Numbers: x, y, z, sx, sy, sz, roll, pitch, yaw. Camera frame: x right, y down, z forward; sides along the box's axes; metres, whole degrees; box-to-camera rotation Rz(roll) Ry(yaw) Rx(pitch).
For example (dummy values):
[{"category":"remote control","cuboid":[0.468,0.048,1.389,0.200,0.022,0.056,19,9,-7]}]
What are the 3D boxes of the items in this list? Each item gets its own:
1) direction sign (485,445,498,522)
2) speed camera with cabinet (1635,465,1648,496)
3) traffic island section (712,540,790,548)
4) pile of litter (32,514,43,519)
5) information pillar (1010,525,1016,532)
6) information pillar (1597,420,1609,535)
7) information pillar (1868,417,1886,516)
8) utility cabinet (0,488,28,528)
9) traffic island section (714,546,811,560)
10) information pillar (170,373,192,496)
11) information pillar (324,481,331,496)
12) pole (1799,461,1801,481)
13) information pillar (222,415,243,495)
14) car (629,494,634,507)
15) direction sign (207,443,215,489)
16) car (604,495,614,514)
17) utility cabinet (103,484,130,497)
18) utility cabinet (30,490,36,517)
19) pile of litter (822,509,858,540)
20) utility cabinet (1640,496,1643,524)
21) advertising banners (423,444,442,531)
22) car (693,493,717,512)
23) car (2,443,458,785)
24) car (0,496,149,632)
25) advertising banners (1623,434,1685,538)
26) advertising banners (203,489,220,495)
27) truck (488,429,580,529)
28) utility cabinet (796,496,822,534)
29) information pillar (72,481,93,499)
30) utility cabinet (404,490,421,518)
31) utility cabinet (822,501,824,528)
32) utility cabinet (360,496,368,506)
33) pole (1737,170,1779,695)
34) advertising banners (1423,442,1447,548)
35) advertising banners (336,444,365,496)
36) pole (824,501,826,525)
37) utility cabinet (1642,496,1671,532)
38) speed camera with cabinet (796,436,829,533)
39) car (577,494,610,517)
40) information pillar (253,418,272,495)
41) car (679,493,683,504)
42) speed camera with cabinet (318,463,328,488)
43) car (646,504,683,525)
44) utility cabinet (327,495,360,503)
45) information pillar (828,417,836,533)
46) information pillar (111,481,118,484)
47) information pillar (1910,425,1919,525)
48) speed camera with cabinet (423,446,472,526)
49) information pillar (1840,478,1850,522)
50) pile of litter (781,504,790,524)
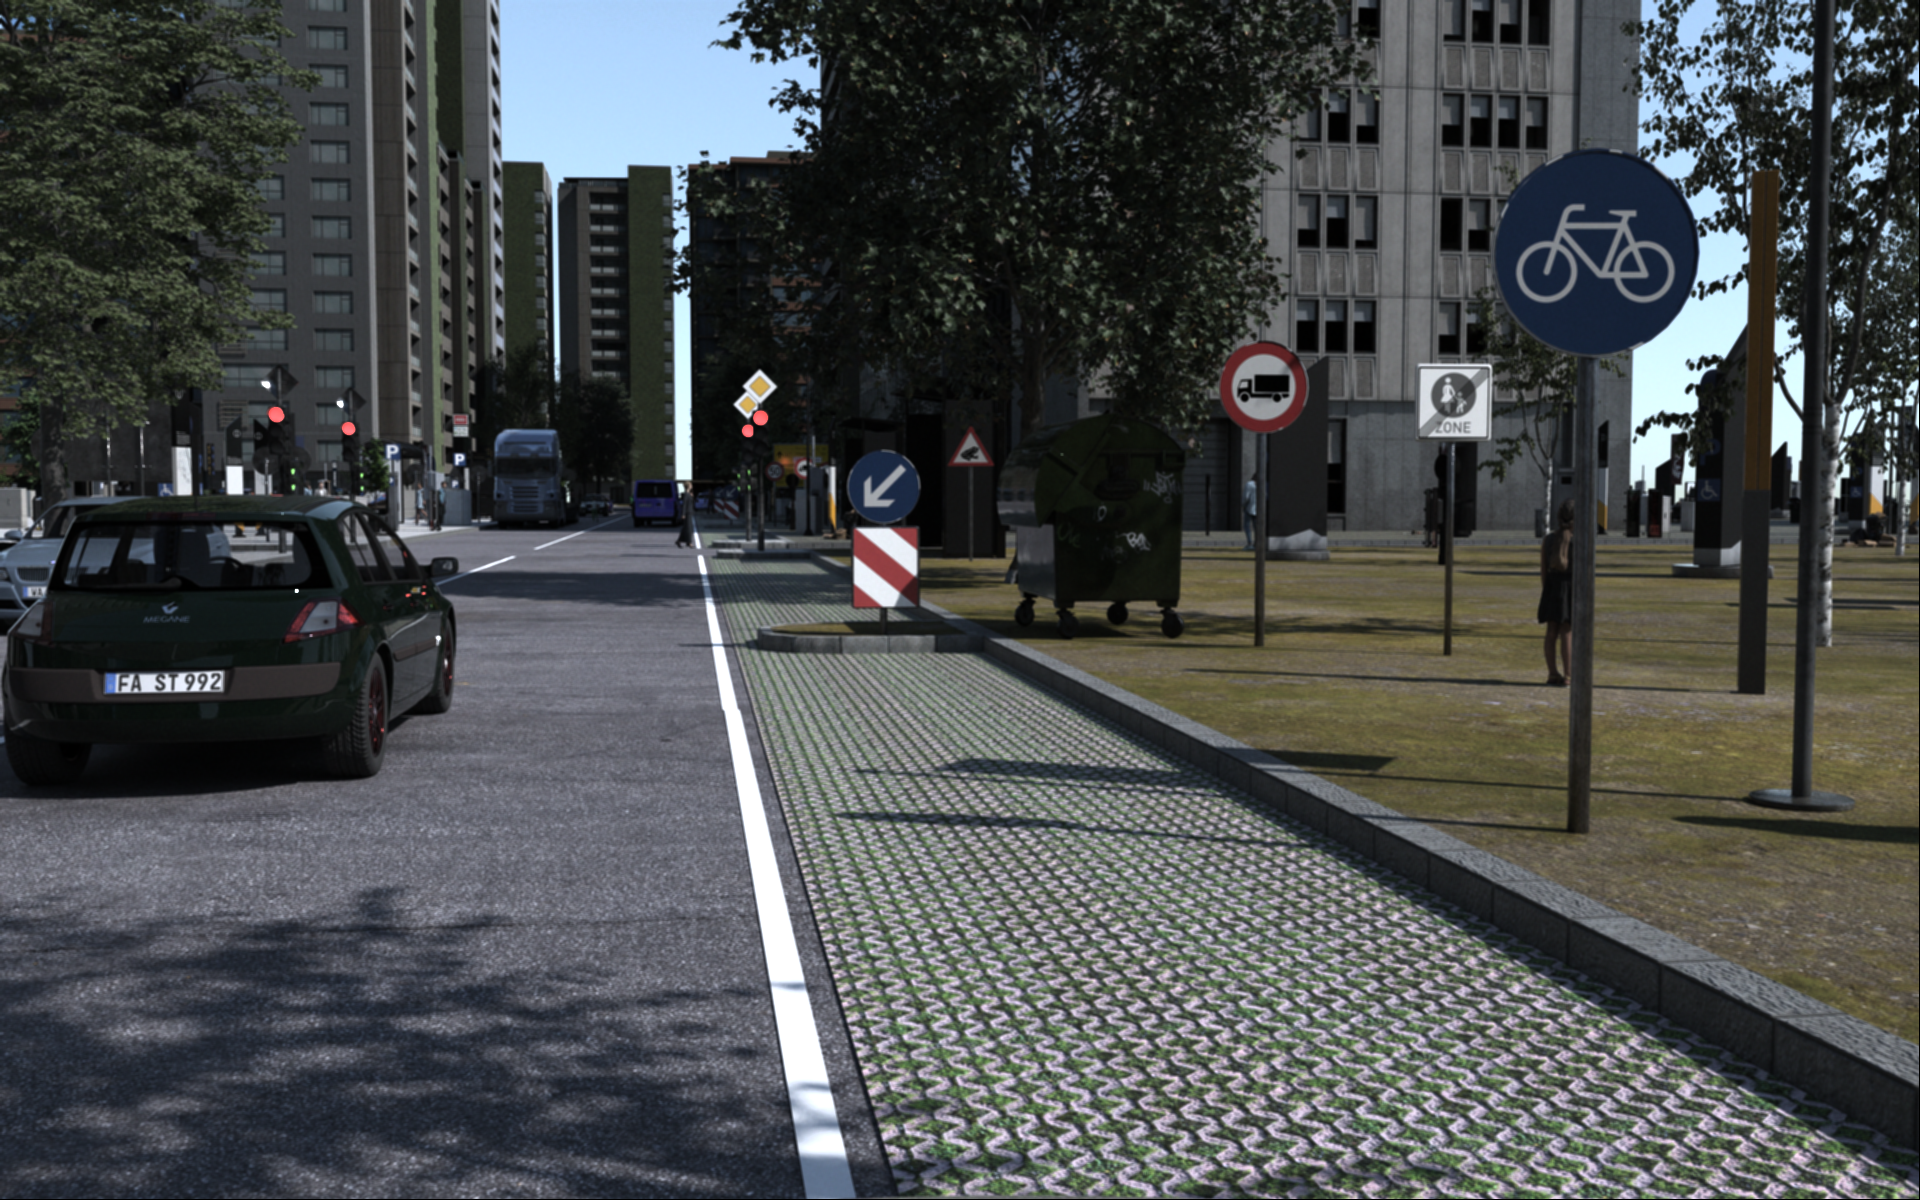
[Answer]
[{"category":"direction sign","cuboid":[-21.706,-5.413,80.506,0.876,3.537,0.379,1,4,23]},{"category":"speed camera with cabinet","cuboid":[46.879,-7.628,119.060,0.660,3.252,2.038,2,4,32]},{"category":"traffic island section","cuboid":[-5.708,-1.511,46.994,2.009,0.180,2.903,-1,4,-9]},{"category":"pile of litter","cuboid":[-46.579,-4.547,88.309,1.719,0.858,1.176,3,4,39]},{"category":"information pillar","cuboid":[1.853,-3.287,58.234,0.304,2.012,0.304,1,4,19]},{"category":"information pillar","cuboid":[20.218,-3.875,54.710,0.504,3.616,0.183,3,5,42]},{"category":"information pillar","cuboid":[27.395,-3.693,51.739,0.504,3.616,0.183,-1,4,-18]},{"category":"utility cabinet","cuboid":[-35.108,-3.385,64.021,1.173,1.500,0.318,1,4,12]},{"category":"traffic island section","cuboid":[-4.470,-1.029,39.105,2.009,0.180,2.903,-1,4,-9]},{"category":"information pillar","cuboid":[-13.763,-2.401,30.613,0.183,3.616,0.504,0,4,6]},{"category":"information pillar","cuboid":[-35.507,-5.671,97.216,0.304,2.012,0.304,0,4,-5]},{"category":"pole","cuboid":[51.130,-6.824,105.420,0.158,3.312,0.155,0,3,0]},{"category":"information pillar","cuboid":[-21.421,-3.658,51.159,0.183,3.616,0.504,3,5,43]},{"category":"car","cuboid":[-35.560,-11.166,191.360,1.959,1.807,4.718,-1,4,-9]},{"category":"direction sign","cuboid":[-33.463,-5.224,77.413,0.379,3.537,0.876,0,4,-6]},{"category":"car","cuboid":[-26.444,-7.028,127.489,1.945,1.354,3.894,-1,4,-10]},{"category":"utility cabinet","cuboid":[-18.063,-1.739,37.117,0.318,1.500,1.173,-1,4,-14]},{"category":"utility cabinet","cuboid":[-51.469,-5.321,95.674,1.173,1.500,0.318,3,4,36]},{"category":"pile of litter","cuboid":[-3.339,-2.155,49.192,1.176,0.858,1.719,0,4,-1]},{"category":"utility cabinet","cuboid":[29.529,-3.864,74.338,1.020,1.237,0.306,0,4,4]},{"category":"advertising banners","cuboid":[-18.506,-3.944,60.672,0.090,3.025,2.074,-2,4,-31]},{"category":"car","cuboid":[-20.939,-8.121,142.373,1.945,1.707,3.694,-1,4,-9]},{"category":"car","cuboid":[-4.007,-0.015,10.024,2.009,1.686,4.222,-1,4,-9]},{"category":"car","cuboid":[-9.521,-0.464,19.583,2.014,1.417,4.499,-1,4,-10]},{"category":"advertising banners","cuboid":[20.393,-3.341,50.818,0.090,3.025,2.074,-2,4,-31]},{"category":"advertising banners","cuboid":[-20.453,-3.020,45.559,2.074,3.025,0.090,1,4,9]},{"category":"truck","cuboid":[-18.846,-5.389,77.875,2.967,4.110,18.799,-1,4,-9]},{"category":"utility cabinet","cuboid":[-4.916,-2.779,56.590,0.306,1.237,1.020,-3,5,-43]},{"category":"information pillar","cuboid":[-17.753,-1.870,35.073,0.304,2.012,0.304,-1,4,-10]},{"category":"utility cabinet","cuboid":[-29.529,-5.182,93.404,1.173,1.500,0.318,-1,4,-14]},{"category":"utility cabinet","cuboid":[-5.227,-3.363,63.665,0.318,1.500,1.173,0,4,4]},{"category":"utility cabinet","cuboid":[-27.328,-4.114,78.428,0.306,1.237,1.020,3,4,36]},{"category":"pole","cuboid":[5.096,-1.053,11.061,0.158,3.312,0.155,0,3,0]},{"category":"advertising banners","cuboid":[11.340,-2.760,41.314,0.090,3.025,2.074,0,4,3]},{"category":"advertising banners","cuboid":[-21.609,-3.993,61.472,2.074,3.025,0.090,3,5,42]},{"category":"pole","cuboid":[-5.700,-4.800,72.330,0.158,3.312,0.155,0,3,0]},{"category":"utility cabinet","cuboid":[23.678,-2.909,58.719,1.020,1.237,0.306,-2,4,-34]},{"category":"speed camera with cabinet","cuboid":[-4.951,-3.906,58.201,0.660,3.252,2.038,1,4,12]},{"category":"car","cuboid":[-23.348,-6.158,110.470,2.009,1.686,4.222,-1,4,-9]},{"category":"information pillar","cuboid":[-21.426,-3.783,53.213,0.504,3.616,0.183,0,4,-7]},{"category":"car","cuboid":[-23.457,-8.223,144.030,1.945,1.707,3.694,-1,4,-8]},{"category":"speed camera with cabinet","cuboid":[-41.069,-7.165,111.479,0.660,3.252,2.038,-2,4,-24]},{"category":"car","cuboid":[-13.812,-4.182,80.949,1.945,1.354,3.894,-1,4,-10]},{"category":"utility cabinet","cuboid":[-21.436,-2.987,59.991,1.020,1.237,0.306,-1,4,-18]},{"category":"information pillar","cuboid":[-3.854,-3.721,52.193,0.183,3.616,0.504,1,4,12]},{"category":"information pillar","cuboid":[-41.538,-5.742,85.242,0.504,3.616,0.183,-1,4,-11]},{"category":"information pillar","cuboid":[31.716,-4.043,57.453,0.183,3.616,0.504,0,4,-1]},{"category":"speed camera with cabinet","cuboid":[-20.892,-4.663,70.583,2.038,3.252,0.660,2,4,24]},{"category":"information pillar","cuboid":[40.104,-4.524,78.451,0.304,2.012,0.304,-2,4,-27]},{"category":"pile of litter","cuboid":[-7.159,-3.744,75.177,1.176,0.858,1.719,-1,4,-16]}]
